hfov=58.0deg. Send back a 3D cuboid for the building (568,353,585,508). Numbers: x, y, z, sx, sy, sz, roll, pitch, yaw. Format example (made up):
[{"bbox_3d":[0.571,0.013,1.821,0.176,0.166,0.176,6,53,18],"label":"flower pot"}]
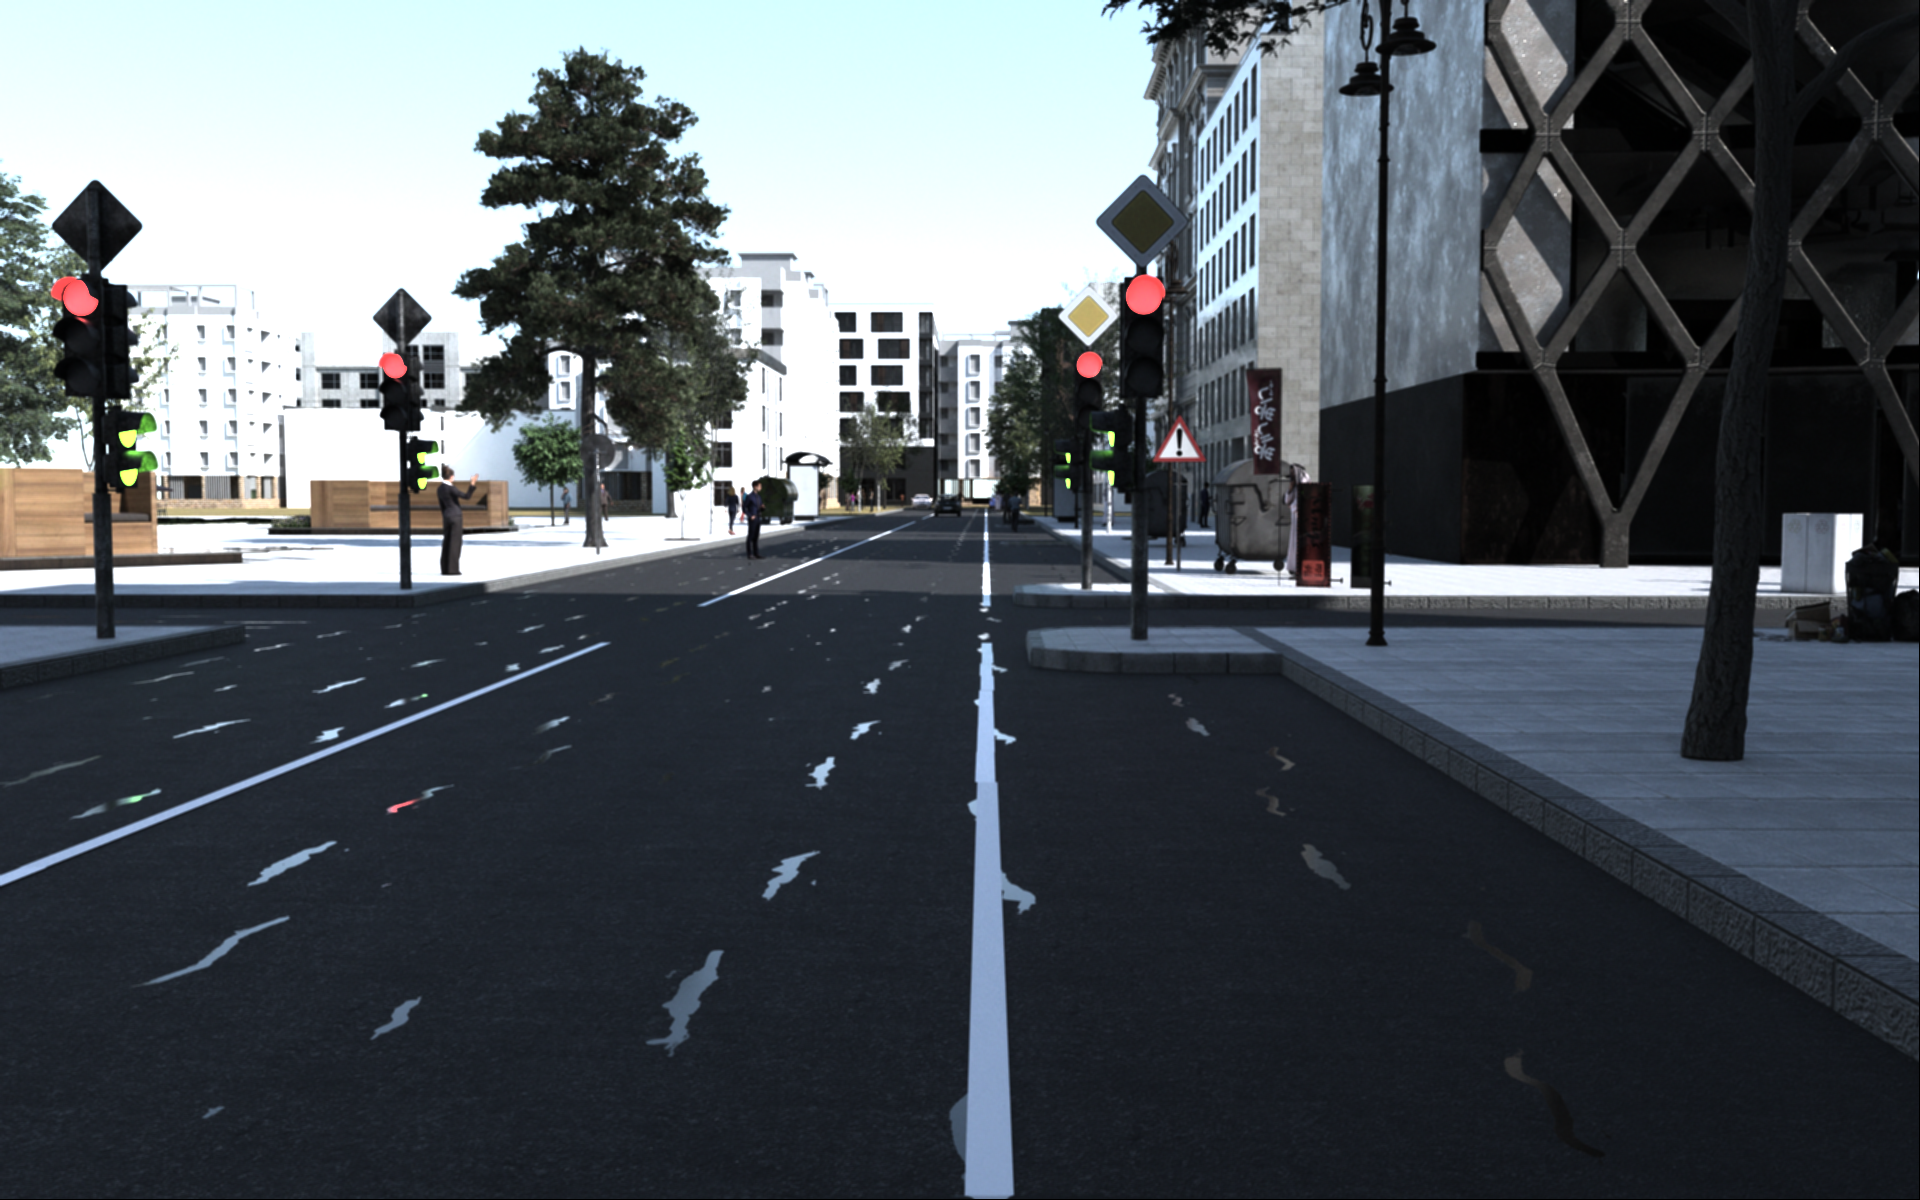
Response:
[{"bbox_3d":[-28.917,-18.738,162.781,11.380,20.091,16.016,0,4,1],"label":"building"}]

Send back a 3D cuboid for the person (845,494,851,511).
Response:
[{"bbox_3d":[-8.463,-7.626,131.286,0.434,1.755,0.990,1,4,17],"label":"person"}]

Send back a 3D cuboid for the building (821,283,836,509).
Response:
[{"bbox_3d":[-19.134,-17.643,144.875,16.016,20.091,11.380,0,4,1],"label":"building"}]

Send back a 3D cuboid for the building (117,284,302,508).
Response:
[{"bbox_3d":[-69.592,-18.714,162.387,11.380,20.091,16.016,0,4,1],"label":"building"}]

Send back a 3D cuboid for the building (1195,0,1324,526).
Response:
[{"bbox_3d":[15.225,-12.904,65.727,10.420,20.320,16.860,0,4,1],"label":"building"}]

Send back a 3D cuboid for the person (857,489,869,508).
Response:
[{"bbox_3d":[-8.672,-9.036,154.309,1.217,1.766,0.721,-1,4,-11],"label":"person"}]

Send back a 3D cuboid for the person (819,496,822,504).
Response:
[{"bbox_3d":[-10.450,-7.186,126.773,0.697,1.427,0.421,-1,4,-10],"label":"person"}]

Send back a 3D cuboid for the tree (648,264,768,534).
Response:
[{"bbox_3d":[-8.118,-6.403,55.047,4.360,8.622,3.978,0,3,0],"label":"tree"}]

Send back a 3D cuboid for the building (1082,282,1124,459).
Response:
[{"bbox_3d":[19.269,-17.517,152.868,16.747,18.905,31.486,0,4,1],"label":"building"}]

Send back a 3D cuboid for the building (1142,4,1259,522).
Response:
[{"bbox_3d":[16.931,-18.262,85.967,14.401,28.519,23.554,0,4,1],"label":"building"}]

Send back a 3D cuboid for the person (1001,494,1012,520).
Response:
[{"bbox_3d":[2.691,-5.354,96.592,0.990,1.755,0.434,-3,5,-39],"label":"person"}]

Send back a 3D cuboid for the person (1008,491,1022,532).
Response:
[{"bbox_3d":[2.065,-3.341,65.331,0.499,1.552,0.429,3,4,36],"label":"person"}]

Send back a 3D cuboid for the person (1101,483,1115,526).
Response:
[{"bbox_3d":[5.928,-3.836,69.433,0.621,1.740,0.551,0,4,-8],"label":"person"}]

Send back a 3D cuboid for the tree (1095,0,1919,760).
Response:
[{"bbox_3d":[3.941,-4.495,7.907,7.601,10.594,8.767,2,4,33],"label":"tree"}]

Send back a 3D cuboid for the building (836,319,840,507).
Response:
[{"bbox_3d":[-17.293,-18.685,161.921,11.380,20.091,16.016,0,4,1],"label":"building"}]

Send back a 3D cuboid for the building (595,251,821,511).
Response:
[{"bbox_3d":[-19.536,-16.944,133.460,16.016,20.091,11.380,0,4,1],"label":"building"}]

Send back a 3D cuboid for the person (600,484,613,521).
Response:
[{"bbox_3d":[-16.906,-4.618,82.101,0.990,1.755,0.434,-2,4,-32],"label":"person"}]

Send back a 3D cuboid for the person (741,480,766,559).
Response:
[{"bbox_3d":[-4.491,-1.776,38.246,0.504,1.737,0.576,1,4,17],"label":"person"}]

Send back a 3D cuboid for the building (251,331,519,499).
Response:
[{"bbox_3d":[-62.608,-20.199,196.718,31.486,18.905,16.747,0,4,1],"label":"building"}]

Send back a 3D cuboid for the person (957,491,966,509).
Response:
[{"bbox_3d":[-0.050,-8.945,155.577,1.217,1.723,0.721,1,4,19],"label":"person"}]

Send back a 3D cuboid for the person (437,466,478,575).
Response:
[{"bbox_3d":[-7.912,-1.255,27.373,0.742,1.727,0.445,0,4,5],"label":"person"}]

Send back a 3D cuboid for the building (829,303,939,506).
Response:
[{"bbox_3d":[-18.952,-21.772,199.939,32.646,21.610,27.936,0,4,1],"label":"building"}]

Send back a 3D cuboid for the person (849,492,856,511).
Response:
[{"bbox_3d":[-7.960,-7.340,129.279,0.599,1.433,0.991,3,4,37],"label":"person"}]

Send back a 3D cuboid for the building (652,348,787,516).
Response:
[{"bbox_3d":[-15.869,-10.486,113.588,9.099,9.664,28.070,0,4,1],"label":"building"}]

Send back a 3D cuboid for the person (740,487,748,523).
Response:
[{"bbox_3d":[-9.615,-4.239,77.047,0.444,1.614,0.593,2,4,35],"label":"person"}]

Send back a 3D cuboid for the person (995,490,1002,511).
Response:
[{"bbox_3d":[2.977,-7.751,135.899,0.551,1.740,0.621,-2,4,-32],"label":"person"}]

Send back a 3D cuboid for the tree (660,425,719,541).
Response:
[{"bbox_3d":[-7.781,-3.265,47.977,1.663,3.219,1.824,0,3,0],"label":"tree"}]

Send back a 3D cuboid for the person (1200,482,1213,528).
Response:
[{"bbox_3d":[9.366,-3.605,65.685,0.504,1.737,0.576,-2,4,-28],"label":"person"}]

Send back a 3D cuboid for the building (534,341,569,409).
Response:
[{"bbox_3d":[-41.185,-20.761,195.856,11.380,20.091,16.016,0,4,1],"label":"building"}]

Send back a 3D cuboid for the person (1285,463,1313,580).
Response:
[{"bbox_3d":[5.107,-1.187,26.112,0.621,1.740,0.551,-2,4,-30],"label":"person"}]

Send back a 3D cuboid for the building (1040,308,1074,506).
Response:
[{"bbox_3d":[25.410,-21.818,200.705,32.646,21.610,27.936,0,4,1],"label":"building"}]

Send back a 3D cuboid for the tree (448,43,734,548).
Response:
[{"bbox_3d":[-8.914,-7.305,41.495,6.751,12.117,7.091,0,3,0],"label":"tree"}]

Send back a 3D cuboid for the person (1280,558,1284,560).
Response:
[{"bbox_3d":[6.401,-1.552,33.486,0.516,1.574,0.319,1,4,15],"label":"person"}]

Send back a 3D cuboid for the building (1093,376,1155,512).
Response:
[{"bbox_3d":[14.735,-11.091,123.492,9.099,9.664,28.070,0,4,1],"label":"building"}]

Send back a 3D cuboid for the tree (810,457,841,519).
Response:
[{"bbox_3d":[-7.621,-5.875,90.654,1.663,3.219,1.824,0,3,0],"label":"tree"}]

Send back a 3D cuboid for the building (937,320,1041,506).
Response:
[{"bbox_3d":[3.222,-20.688,194.667,11.380,20.091,16.016,0,4,1],"label":"building"}]

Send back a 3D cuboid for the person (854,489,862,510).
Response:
[{"bbox_3d":[-7.992,-8.047,138.330,0.721,1.735,1.217,3,5,40],"label":"person"}]

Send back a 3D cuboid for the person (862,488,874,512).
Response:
[{"bbox_3d":[-6.339,-7.078,122.484,0.721,1.735,1.217,0,4,-8],"label":"person"}]

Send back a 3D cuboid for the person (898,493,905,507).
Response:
[{"bbox_3d":[-5.744,-9.901,171.184,0.557,1.426,1.065,3,5,42],"label":"person"}]

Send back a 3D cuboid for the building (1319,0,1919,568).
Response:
[{"bbox_3d":[17.510,-10.301,35.876,16.811,18.784,16.820,0,4,1],"label":"building"}]

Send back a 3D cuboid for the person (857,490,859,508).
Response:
[{"bbox_3d":[-9.478,-9.451,161.511,0.436,1.711,0.756,3,4,36],"label":"person"}]

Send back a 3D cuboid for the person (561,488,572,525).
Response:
[{"bbox_3d":[-16.551,-3.952,72.878,0.429,1.552,0.499,-1,4,-19],"label":"person"}]

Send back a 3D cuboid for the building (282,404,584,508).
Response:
[{"bbox_3d":[-49.327,-13.735,166.714,28.070,9.664,9.099,0,4,1],"label":"building"}]

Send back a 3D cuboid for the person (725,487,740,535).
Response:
[{"bbox_3d":[-7.141,-2.796,54.299,0.480,1.512,0.613,-1,4,-8],"label":"person"}]
